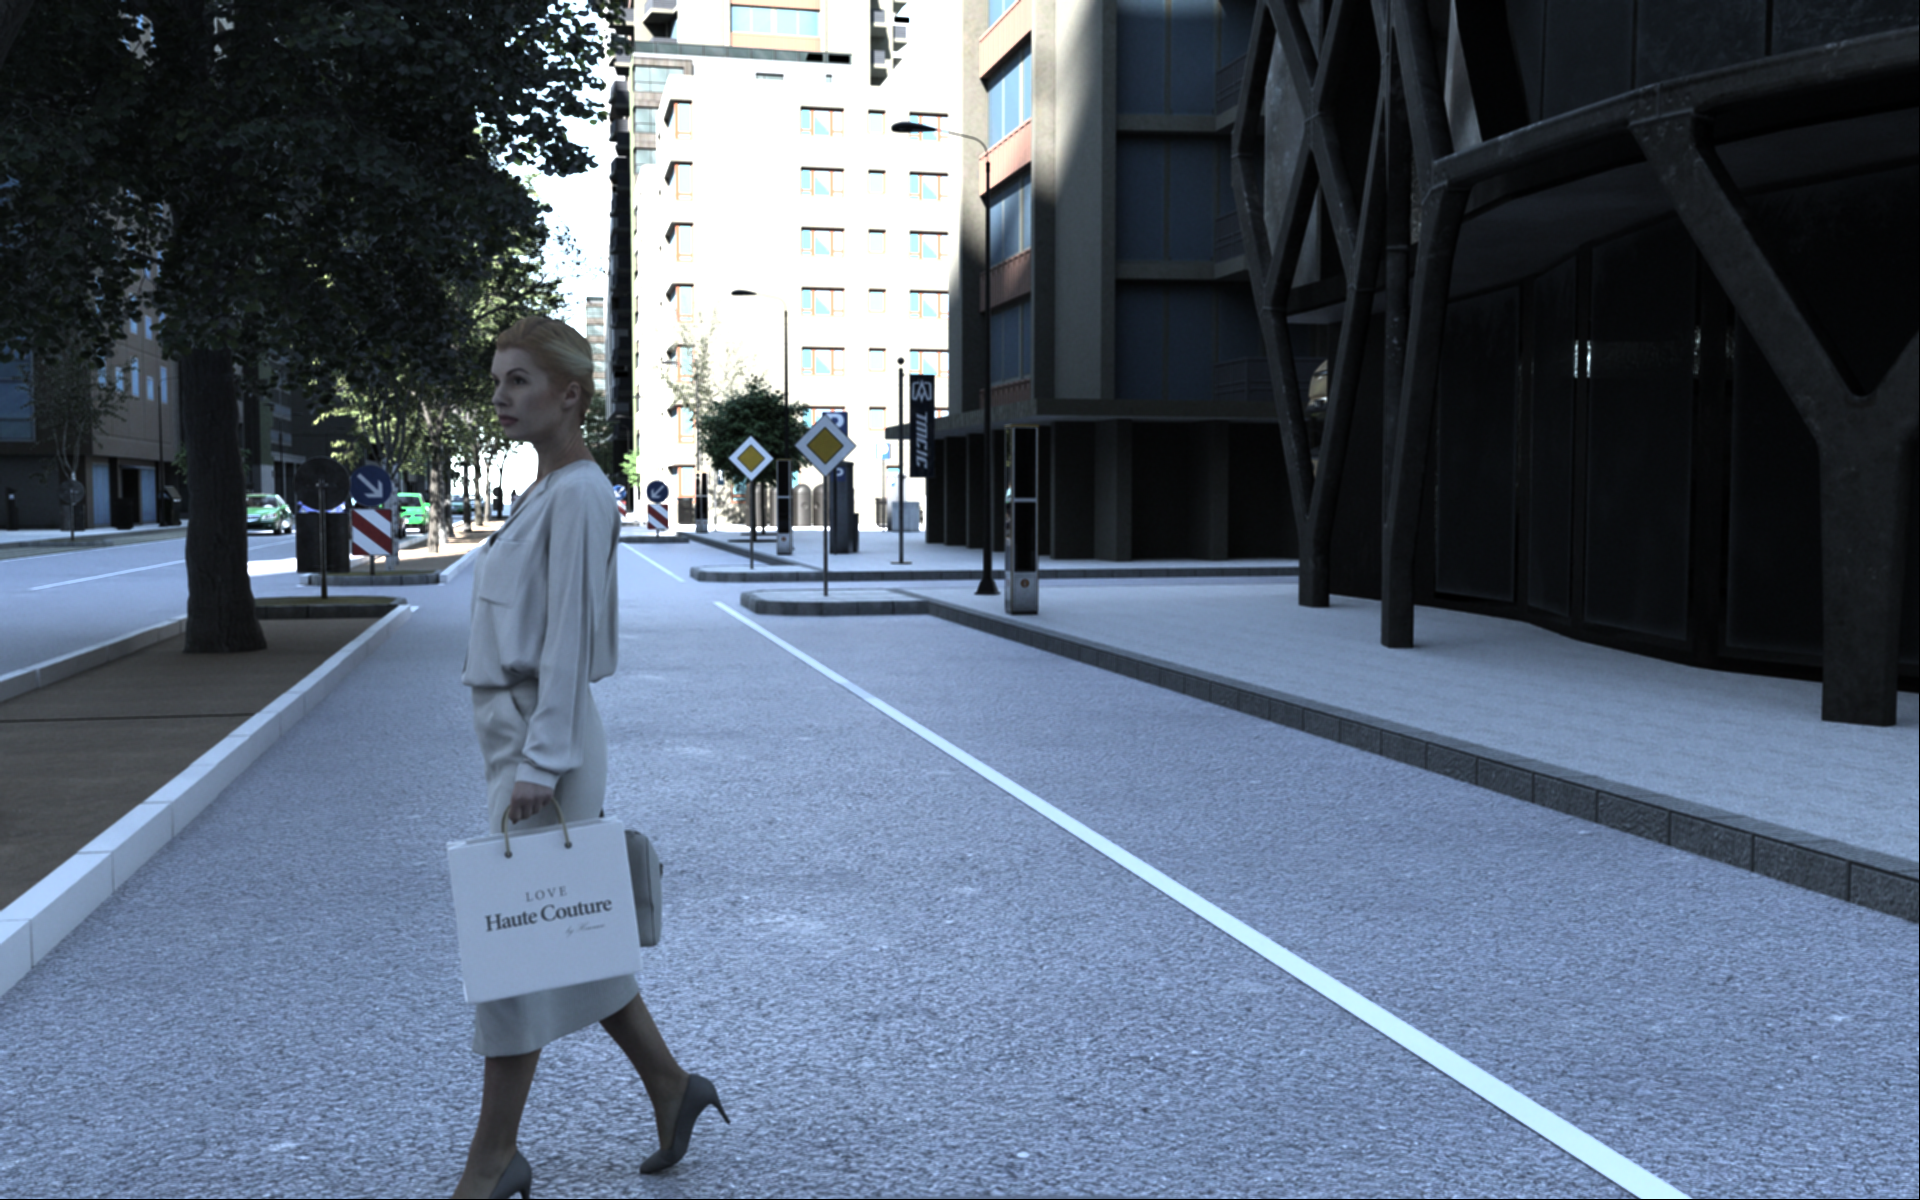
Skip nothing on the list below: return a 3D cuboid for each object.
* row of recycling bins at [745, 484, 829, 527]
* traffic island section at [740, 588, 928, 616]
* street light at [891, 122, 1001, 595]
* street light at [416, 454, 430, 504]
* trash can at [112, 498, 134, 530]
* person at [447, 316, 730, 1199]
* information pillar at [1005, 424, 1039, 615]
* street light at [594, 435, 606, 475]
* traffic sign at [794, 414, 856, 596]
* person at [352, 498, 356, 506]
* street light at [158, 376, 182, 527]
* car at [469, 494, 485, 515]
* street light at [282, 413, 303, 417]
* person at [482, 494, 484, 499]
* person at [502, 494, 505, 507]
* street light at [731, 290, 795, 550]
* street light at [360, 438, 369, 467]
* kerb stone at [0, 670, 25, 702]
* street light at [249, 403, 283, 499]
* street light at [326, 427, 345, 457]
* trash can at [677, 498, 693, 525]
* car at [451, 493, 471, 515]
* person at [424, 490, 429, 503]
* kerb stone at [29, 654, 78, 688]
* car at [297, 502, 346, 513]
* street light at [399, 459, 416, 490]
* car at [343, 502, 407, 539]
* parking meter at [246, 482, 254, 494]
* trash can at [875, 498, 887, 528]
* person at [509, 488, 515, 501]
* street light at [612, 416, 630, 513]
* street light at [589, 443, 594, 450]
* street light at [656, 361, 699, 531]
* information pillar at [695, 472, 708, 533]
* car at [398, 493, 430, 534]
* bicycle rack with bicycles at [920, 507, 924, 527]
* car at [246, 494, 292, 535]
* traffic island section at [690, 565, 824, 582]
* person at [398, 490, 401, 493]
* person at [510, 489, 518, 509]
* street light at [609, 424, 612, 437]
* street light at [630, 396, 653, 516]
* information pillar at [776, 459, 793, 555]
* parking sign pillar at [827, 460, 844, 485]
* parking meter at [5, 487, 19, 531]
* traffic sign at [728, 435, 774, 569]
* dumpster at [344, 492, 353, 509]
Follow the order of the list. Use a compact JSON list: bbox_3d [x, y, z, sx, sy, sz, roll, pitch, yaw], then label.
[{"bbox_3d":[-6.606,-3.705,67.684,3.534,1.692,1.069,-1,4,-20],"label":"row of recycling bins"},{"bbox_3d":[-1.674,0.026,21.853,2.009,0.180,2.903,-1,4,-13],"label":"traffic island section"},{"bbox_3d":[-0.175,-3.019,21.899,1.470,5.913,1.316,-1,4,-13],"label":"street light"},{"bbox_3d":[-63.045,-14.062,202.459,1.470,5.913,1.316,-1,4,-13],"label":"street light"},{"bbox_3d":[-30.114,-3.102,62.368,0.748,1.137,0.748,0,3,0],"label":"trash can"},{"bbox_3d":[-0.772,0.331,3.443,0.624,1.780,0.694,-1,4,-10],"label":"person"},{"bbox_3d":[0.657,-0.855,18.463,0.304,2.012,0.304,-1,4,-12],"label":"information pillar"},{"bbox_3d":[-27.580,-9.962,135.415,1.470,5.913,1.316,-1,4,-13],"label":"street light"},{"bbox_3d":[-1.695,-1.109,21.771,0.795,2.450,0.064,-1,4,-13],"label":"traffic sign"},{"bbox_3d":[-22.779,-3.490,65.426,0.748,1.841,0.638,-3,5,-44],"label":"person"},{"bbox_3d":[-30.691,-5.826,67.800,1.470,5.913,1.316,-1,4,-13],"label":"street light"},{"bbox_3d":[-34.450,-6.765,122.402,2.131,1.459,4.920,-1,4,-15],"label":"car"},{"bbox_3d":[-38.495,-7.780,99.740,1.470,5.913,1.316,-1,4,-13],"label":"street light"},{"bbox_3d":[-51.335,-10.678,186.352,0.557,1.426,1.065,0,4,-4],"label":"person"},{"bbox_3d":[-52.529,-11.573,198.534,0.721,1.723,1.217,2,4,26],"label":"person"},{"bbox_3d":[-4.515,-4.107,39.684,1.470,5.913,1.316,-1,4,-13],"label":"street light"},{"bbox_3d":[-48.571,-10.365,142.009,1.470,5.913,1.316,-1,4,-13],"label":"street light"},{"bbox_3d":[-6.711,0.614,12.195,0.120,0.150,1.000,-1,4,-13],"label":"kerb stone"},{"bbox_3d":[-35.740,-7.103,88.675,1.470,5.913,1.316,-1,4,-13],"label":"street light"},{"bbox_3d":[-43.489,-9.057,120.628,1.470,5.913,1.316,-1,4,-13],"label":"street light"},{"bbox_3d":[-11.364,-3.667,71.602,0.748,1.137,0.748,0,3,0],"label":"trash can"},{"bbox_3d":[-30.338,-5.821,103.972,1.959,1.807,4.718,-1,4,-13],"label":"car"},{"bbox_3d":[-39.105,-7.181,126.699,0.721,1.735,1.217,-2,4,-26],"label":"person"},{"bbox_3d":[-6.933,0.551,13.192,0.120,0.150,1.000,-1,4,-13],"label":"kerb stone"},{"bbox_3d":[-27.481,-3.978,74.637,1.945,1.707,3.694,-1,4,-15],"label":"car"},{"bbox_3d":[-57.994,-12.746,180.936,1.470,5.913,1.316,-1,4,-13],"label":"street light"},{"bbox_3d":[-19.049,-2.687,56.514,1.945,1.354,3.894,-1,4,-15],"label":"car"},{"bbox_3d":[-35.090,-4.886,85.599,0.255,1.863,0.399,0,4,4],"label":"parking meter"},{"bbox_3d":[-2.895,-3.313,65.824,0.748,1.137,0.748,0,3,0],"label":"trash can"},{"bbox_3d":[-31.087,-6.870,120.765,0.705,1.831,1.348,-3,4,-37],"label":"person"},{"bbox_3d":[-19.671,-7.964,102.759,1.470,5.913,1.316,-1,4,-13],"label":"street light"},{"bbox_3d":[-32.537,-11.240,156.312,1.470,5.913,1.316,-1,4,-13],"label":"street light"},{"bbox_3d":[-9.704,-5.381,60.526,1.470,5.913,1.316,-1,4,-13],"label":"street light"},{"bbox_3d":[-8.509,-3.214,57.041,0.304,2.012,0.304,3,5,41],"label":"information pillar"},{"bbox_3d":[-20.281,-3.318,63.049,1.959,1.807,4.718,-1,4,-15],"label":"car"},{"bbox_3d":[-1.558,-3.427,69.418,2.925,0.926,2.852,-3,4,-38],"label":"bicycle rack with bicycles"},{"bbox_3d":[-24.840,-3.033,61.390,2.131,1.459,4.920,-1,4,-14],"label":"car"},{"bbox_3d":[-3.539,-0.449,29.618,2.009,0.180,2.903,-1,4,-13],"label":"traffic island section"},{"bbox_3d":[-41.877,-7.361,129.644,1.217,1.735,0.721,3,4,36],"label":"person"},{"bbox_3d":[-26.701,-5.787,103.779,0.621,1.740,0.551,1,4,20],"label":"person"},{"bbox_3d":[-22.470,-8.686,114.555,1.470,5.913,1.316,-1,4,-13],"label":"street light"},{"bbox_3d":[-14.711,-6.686,81.862,1.470,5.913,1.316,-1,4,-13],"label":"street light"},{"bbox_3d":[-3.697,-1.958,36.503,0.304,2.012,0.304,0,4,3],"label":"information pillar"},{"bbox_3d":[-5.087,-5.028,70.673,1.447,3.967,1.447,1,4,8],"label":"parking sign pillar"},{"bbox_3d":[-33.346,-3.211,60.914,0.372,1.533,0.369,0,3,0],"label":"parking meter"},{"bbox_3d":[-3.560,-1.584,29.536,0.795,2.450,0.064,-1,4,-13],"label":"traffic sign"},{"bbox_3d":[-40.174,-6.460,113.830,1.865,1.857,1.264,-1,4,-13],"label":"dumpster"}]
